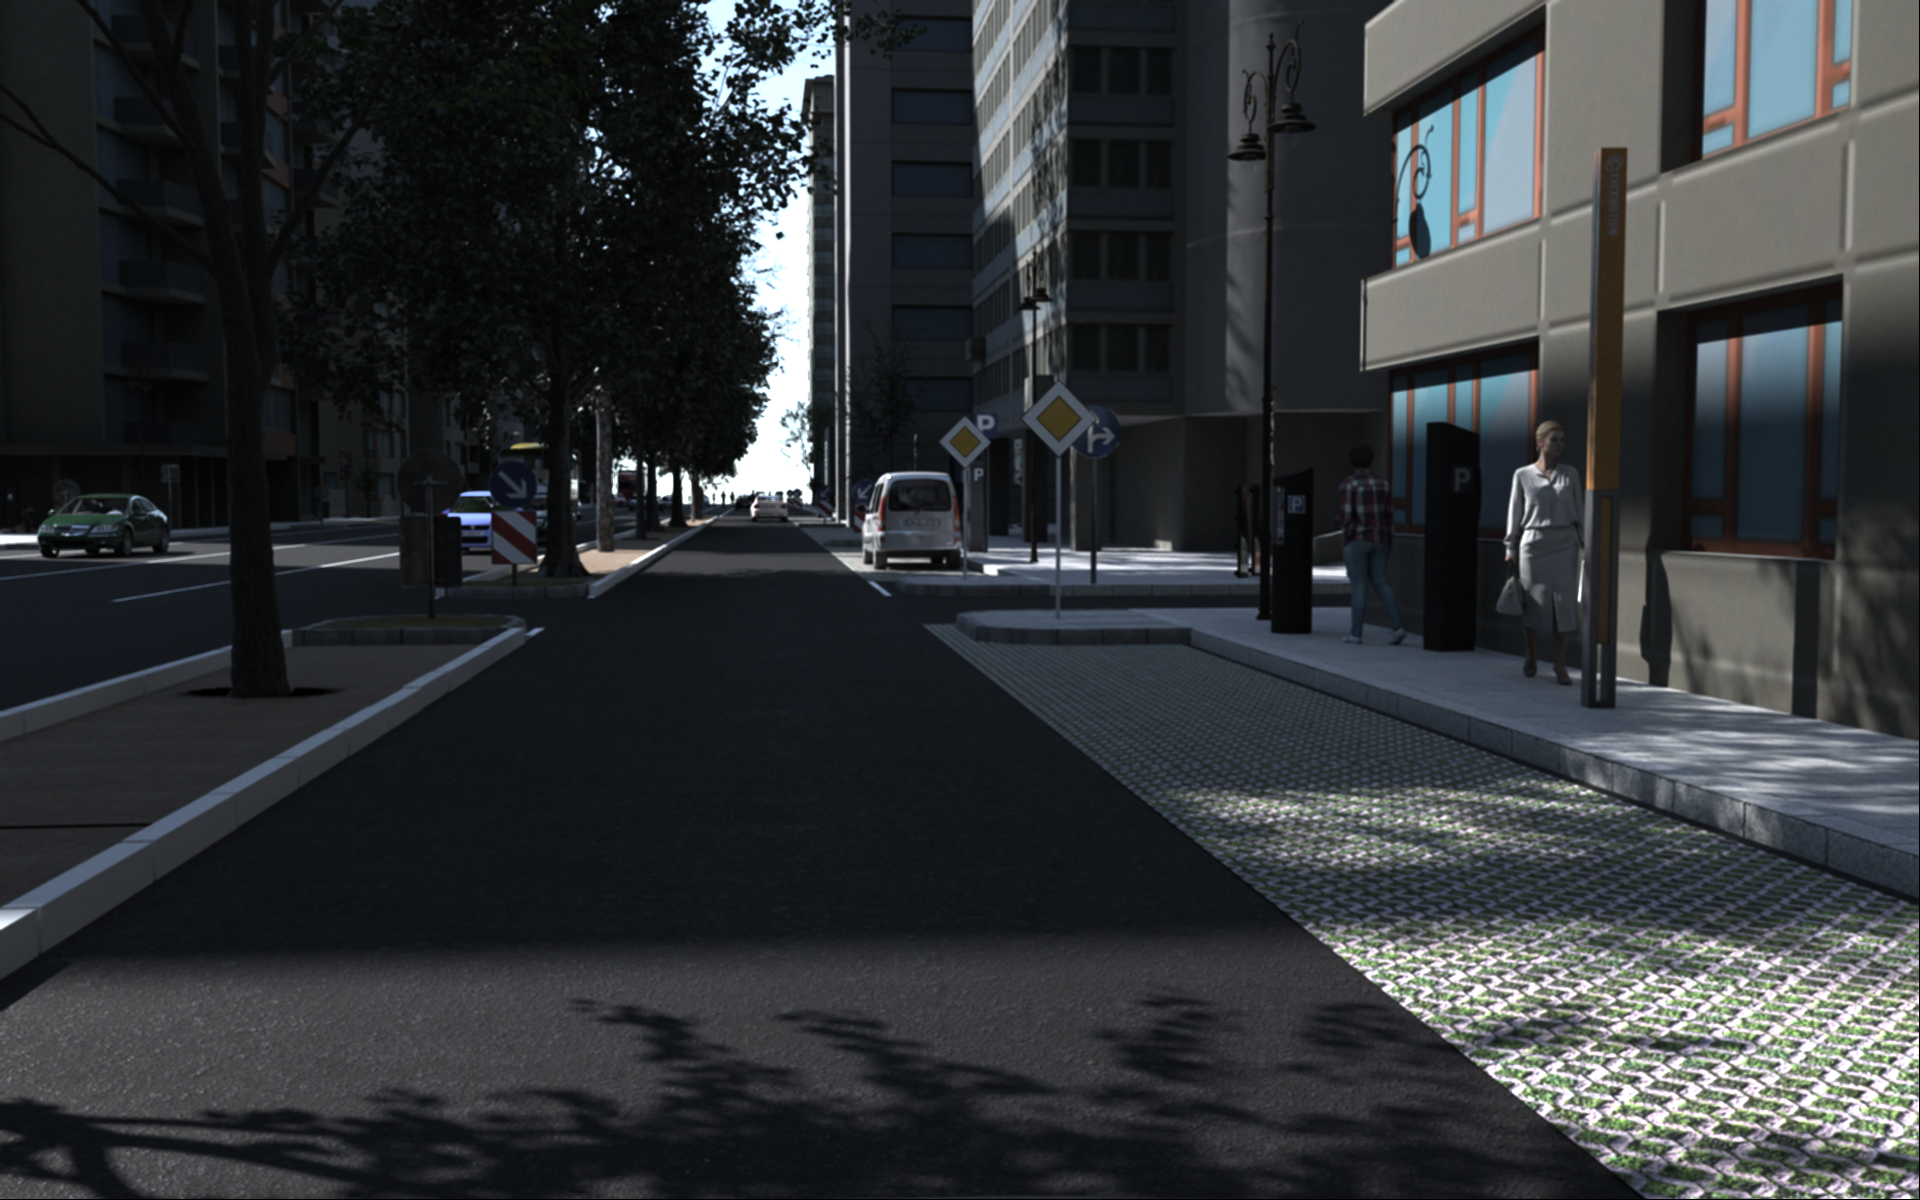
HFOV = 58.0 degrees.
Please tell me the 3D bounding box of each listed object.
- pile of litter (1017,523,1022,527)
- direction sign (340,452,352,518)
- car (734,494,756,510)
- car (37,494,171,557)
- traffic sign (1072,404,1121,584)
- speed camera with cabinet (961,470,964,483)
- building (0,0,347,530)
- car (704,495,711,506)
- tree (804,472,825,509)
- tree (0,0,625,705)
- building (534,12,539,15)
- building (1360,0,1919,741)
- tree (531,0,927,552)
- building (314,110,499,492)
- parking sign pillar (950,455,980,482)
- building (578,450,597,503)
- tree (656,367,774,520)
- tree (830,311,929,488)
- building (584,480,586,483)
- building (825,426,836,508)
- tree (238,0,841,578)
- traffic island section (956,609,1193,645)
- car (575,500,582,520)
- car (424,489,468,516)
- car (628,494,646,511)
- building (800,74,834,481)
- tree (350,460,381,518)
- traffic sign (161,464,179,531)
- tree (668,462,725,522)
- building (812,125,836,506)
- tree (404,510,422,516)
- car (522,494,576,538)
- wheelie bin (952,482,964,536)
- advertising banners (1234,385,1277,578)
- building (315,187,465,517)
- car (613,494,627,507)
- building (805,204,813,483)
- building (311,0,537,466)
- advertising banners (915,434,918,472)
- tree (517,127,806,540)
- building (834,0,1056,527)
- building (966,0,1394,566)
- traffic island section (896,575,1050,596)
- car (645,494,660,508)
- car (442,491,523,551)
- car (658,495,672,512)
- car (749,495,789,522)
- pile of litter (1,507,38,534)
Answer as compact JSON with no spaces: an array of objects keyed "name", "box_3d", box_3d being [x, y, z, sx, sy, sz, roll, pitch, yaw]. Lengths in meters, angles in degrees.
[{"name":"pile of litter","box_3d":[2.746,-3.256,67.208,1.176,0.858,1.719,1,4,17]},{"name":"direction sign","box_3d":[-32.985,-6.182,93.070,0.876,3.537,0.379,2,4,31]},{"name":"car","box_3d":[-18.959,-8.749,152.829,2.009,1.686,4.222,0,4,-7]},{"name":"car","box_3d":[-20.086,-1.773,40.784,2.131,1.459,4.920,-1,4,-9]},{"name":"traffic sign","box_3d":[1.909,-1.504,24.690,0.768,2.556,0.104,0,4,-5]},{"name":"speed camera with cabinet","box_3d":[0.773,-4.310,64.803,0.660,3.252,2.038,-2,4,-29]},{"name":"building","box_3d":[-39.247,-25.562,72.571,22.147,44.769,28.867,0,4,-7]},{"name":"car","box_3d":[-30.106,-11.591,201.877,2.083,1.381,4.827,-1,4,-9]},{"name":"tree","box_3d":[-12.471,-9.555,150.820,1.663,3.219,1.824,0,3,0]},{"name":"tree","box_3d":[-5.085,-5.127,12.032,9.928,11.665,9.643,0,3,0]},{"name":"building","box_3d":[-58.398,-36.900,192.549,28.713,52.752,27.495,0,4,-7]},{"name":"building","box_3d":[19.398,-9.724,4.028,27.650,21.520,28.899,0,4,-7]},{"name":"tree","box_3d":[-7.419,-11.192,41.339,12.611,20.169,13.585,0,3,0]},{"name":"building","box_3d":[-43.843,-22.113,133.255,14.160,30.474,14.107,0,4,-7]},{"name":"parking sign pillar","box_3d":[0.248,-5.079,71.509,1.447,3.967,1.447,-1,4,-19]},{"name":"building","box_3d":[-57.030,-28.807,242.693,14.160,30.474,14.107,0,4,-7]},{"name":"tree","box_3d":[-14.484,-11.369,94.991,9.857,13.997,8.962,0,3,0]},{"name":"tree","box_3d":[-3.132,-7.329,70.193,4.360,8.622,3.978,0,3,0]},{"name":"building","box_3d":[-62.668,-38.559,219.681,28.713,52.752,27.495,0,4,-7]},{"name":"building","box_3d":[-0.758,-51.715,158.215,22.319,86.520,31.000,0,4,-7]},{"name":"tree","box_3d":[-6.872,-6.726,29.440,9.611,12.733,9.660,0,3,0]},{"name":"traffic island section","box_3d":[1.049,0.276,17.763,2.009,0.180,2.903,0,4,-7]},{"name":"car","box_3d":[-22.212,-5.349,97.048,1.945,1.707,3.694,0,4,-6]},{"name":"car","box_3d":[-16.575,-2.958,57.403,2.155,1.783,4.494,0,4,-6]},{"name":"car","box_3d":[-27.854,-8.481,150.665,2.014,1.417,4.499,0,4,-6]},{"name":"building","box_3d":[-5.235,-38.410,217.237,28.713,52.752,27.495,0,4,-7]},{"name":"tree","box_3d":[-32.608,-6.147,95.106,1.663,3.219,1.824,0,3,0]},{"name":"traffic sign","box_3d":[-27.012,-3.494,59.250,0.606,2.300,0.079,0,4,1]},{"name":"tree","box_3d":[-13.361,-8.176,86.495,4.360,8.622,3.978,0,3,0]},{"name":"building","box_3d":[-9.681,-31.322,195.714,14.154,41.232,14.086,0,4,-7]},{"name":"tree","box_3d":[-32.579,-6.666,103.588,1.663,3.219,1.824,0,3,0]},{"name":"car","box_3d":[-12.244,-2.364,50.446,2.131,1.459,4.920,0,4,-8]},{"name":"wheelie bin","box_3d":[-0.086,-2.349,46.314,0.693,1.594,0.980,2,4,31]},{"name":"advertising banners","box_3d":[4.664,-1.895,27.170,0.090,3.025,2.074,2,4,26]},{"name":"building","box_3d":[-48.417,-16.252,110.763,27.650,21.520,28.899,0,4,-7]},{"name":"car","box_3d":[-37.752,-11.109,190.678,2.155,1.783,4.494,0,4,-7]},{"name":"building","box_3d":[-10.564,-36.154,245.744,22.147,44.769,28.867,0,4,-7]},{"name":"building","box_3d":[-50.117,-37.417,153.765,21.231,58.520,28.212,0,4,-7]},{"name":"advertising banners","box_3d":[-1.397,-3.385,51.525,0.090,3.025,2.074,0,4,-7]},{"name":"tree","box_3d":[-9.993,-8.617,53.712,12.009,13.543,11.850,0,3,0]},{"name":"building","box_3d":[4.189,-33.308,86.584,21.231,58.520,28.212,0,4,-7]},{"name":"building","box_3d":[13.031,-21.574,44.609,23.993,40.220,32.217,0,4,-7]},{"name":"traffic island section","box_3d":[0.117,-0.209,25.694,2.009,0.180,2.903,0,4,-7]},{"name":"car","box_3d":[-30.900,-9.990,172.376,2.155,1.783,4.494,0,4,-6]},{"name":"car","box_3d":[-11.630,-2.007,42.413,1.945,1.707,3.694,0,4,-6]},{"name":"car","box_3d":[-23.977,-7.992,143.241,1.945,1.354,3.894,0,4,-6]},{"name":"car","box_3d":[-9.914,-4.738,89.830,2.083,1.381,4.827,0,4,-7]},{"name":"pile of litter","box_3d":[-30.694,-2.607,56.584,1.176,0.858,1.719,-2,4,-30]}]
